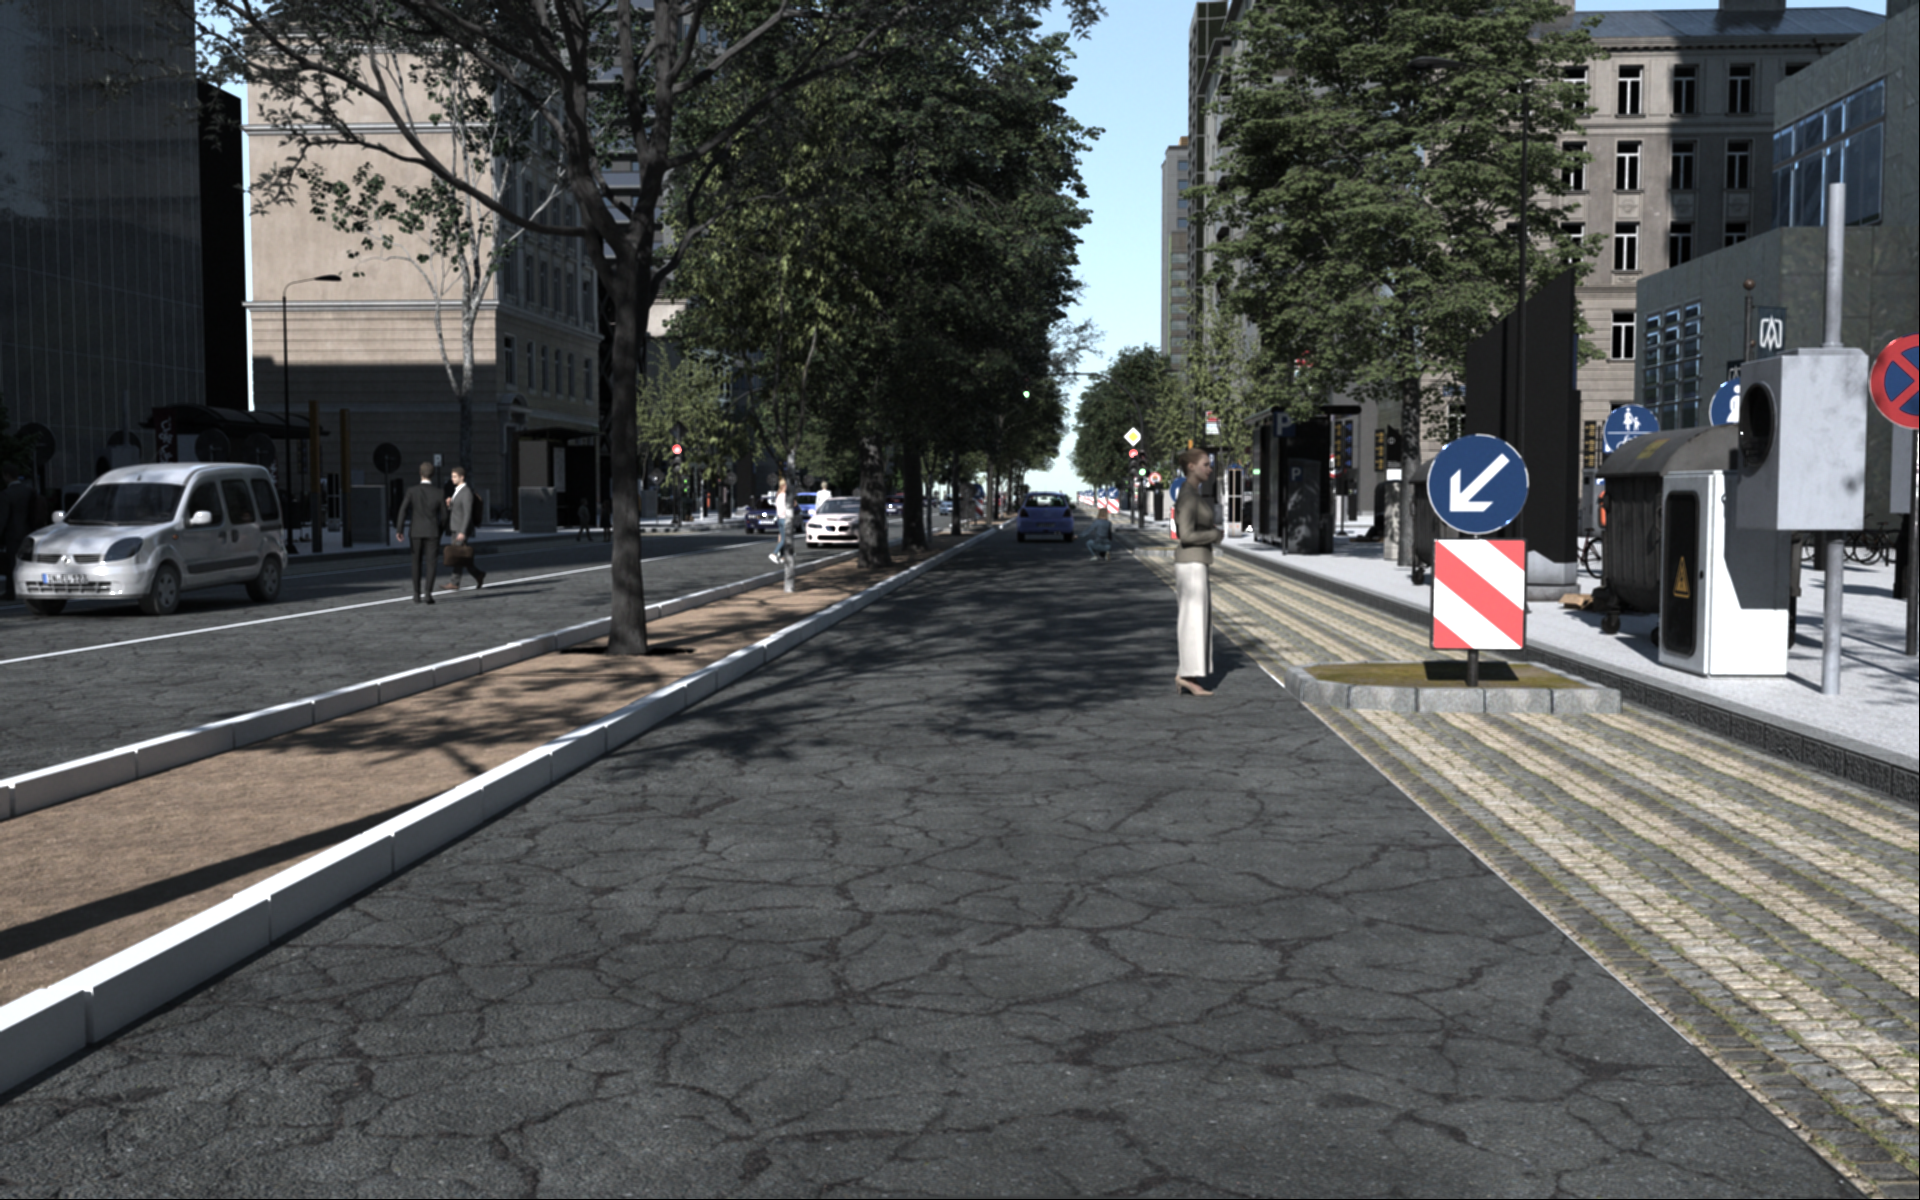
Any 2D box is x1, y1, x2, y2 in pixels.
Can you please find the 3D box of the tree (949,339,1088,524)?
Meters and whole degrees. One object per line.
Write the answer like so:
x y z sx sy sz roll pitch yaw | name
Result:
1.286 -8.731 79.617 8.767 10.594 7.601 0 4 3 | tree

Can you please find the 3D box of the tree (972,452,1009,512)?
-0.923 -5.983 50.643 4.737 8.622 4.395 0 3 0 | tree

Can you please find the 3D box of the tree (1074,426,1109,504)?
19.499 -19.824 242.254 7.486 12.596 7.792 0 3 0 | tree

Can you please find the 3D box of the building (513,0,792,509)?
-28.375 -38.037 163.905 21.231 58.520 28.212 0 4 3 | building

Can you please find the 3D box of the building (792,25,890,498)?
-21.571 -50.809 268.984 20.563 71.187 20.611 0 4 3 | building

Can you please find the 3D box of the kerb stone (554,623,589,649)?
-3.719 0.358 16.346 0.120 0.150 1.000 0 4 3 | kerb stone

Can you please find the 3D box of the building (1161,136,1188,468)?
44.256 -45.795 290.746 21.231 58.520 28.212 0 4 3 | building

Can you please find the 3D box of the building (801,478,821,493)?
-32.025 -30.542 191.238 32.217 40.220 23.993 0 4 3 | building

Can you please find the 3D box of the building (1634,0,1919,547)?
30.596 -44.109 33.860 22.319 86.520 31.000 0 4 3 | building

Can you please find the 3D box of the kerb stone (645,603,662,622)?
-3.551 0.169 19.426 0.120 0.150 1.000 0 4 3 | kerb stone

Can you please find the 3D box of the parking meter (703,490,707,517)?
-14.487 -5.481 98.022 0.372 1.533 0.369 0 3 0 | parking meter

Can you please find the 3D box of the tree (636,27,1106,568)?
-1.657 -7.588 33.173 9.857 13.997 8.962 0 3 0 | tree

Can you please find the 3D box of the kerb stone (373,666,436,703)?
-3.968 0.610 12.261 0.120 0.150 1.000 0 4 3 | kerb stone

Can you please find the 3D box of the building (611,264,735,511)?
-24.530 -16.773 138.860 10.561 19.102 19.286 0 4 3 | building

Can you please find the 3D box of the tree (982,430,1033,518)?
2.504 -9.175 102.838 4.360 8.622 3.978 0 3 0 | tree

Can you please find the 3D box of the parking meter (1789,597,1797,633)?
7.382 -0.445 15.684 0.372 1.533 0.369 0 3 0 | parking meter

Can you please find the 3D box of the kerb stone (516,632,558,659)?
-3.785 0.420 15.326 0.120 0.150 1.000 0 4 3 | kerb stone

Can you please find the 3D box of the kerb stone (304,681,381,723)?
-4.032 0.670 11.241 0.120 0.150 1.000 0 4 3 | kerb stone

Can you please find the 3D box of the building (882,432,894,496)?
-18.561 -38.971 287.293 14.600 45.320 14.200 0 4 3 | building

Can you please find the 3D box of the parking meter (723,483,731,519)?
-12.232 -5.213 90.940 0.399 1.863 0.255 -3 5 -40 | parking meter

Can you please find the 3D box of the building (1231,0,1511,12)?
40.956 -35.429 168.499 28.713 52.752 27.495 0 4 3 | building

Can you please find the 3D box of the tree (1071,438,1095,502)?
21.447 -21.332 274.534 9.928 11.665 9.643 0 3 0 | tree

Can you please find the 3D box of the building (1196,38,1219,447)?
42.188 -37.164 196.867 28.713 52.752 27.495 0 4 3 | building

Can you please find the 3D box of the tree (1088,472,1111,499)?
17.740 -16.609 205.966 7.601 10.594 8.767 2 4 24 | tree

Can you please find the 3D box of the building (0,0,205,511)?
-34.805 -14.212 50.396 19.932 24.808 12.078 0 4 3 | building

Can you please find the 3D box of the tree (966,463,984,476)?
0.807 -22.865 299.594 9.928 11.665 9.643 0 3 0 | tree

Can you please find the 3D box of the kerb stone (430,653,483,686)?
-3.908 0.551 13.284 0.120 0.150 1.000 0 4 3 | kerb stone

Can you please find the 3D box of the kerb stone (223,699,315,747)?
-4.096 0.735 10.218 0.120 0.150 1.000 0 4 3 | kerb stone

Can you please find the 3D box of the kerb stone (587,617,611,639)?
-3.663 0.295 17.377 0.120 0.150 1.000 0 4 3 | kerb stone

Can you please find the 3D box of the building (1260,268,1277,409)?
31.165 -18.905 138.773 12.332 23.373 15.834 0 4 3 | building

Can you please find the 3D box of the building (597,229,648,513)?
-29.761 -15.174 115.540 16.820 18.784 16.811 0 4 3 | building

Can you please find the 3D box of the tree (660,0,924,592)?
-2.499 -4.422 25.117 4.737 8.622 4.395 0 3 0 | tree

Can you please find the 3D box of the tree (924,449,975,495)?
-1.752 -21.420 267.226 9.611 12.733 9.660 0 3 0 | tree

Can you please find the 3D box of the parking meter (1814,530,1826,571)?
14.501 -1.420 28.926 0.399 1.863 0.255 0 4 1 | parking meter

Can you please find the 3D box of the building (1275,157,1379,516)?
29.808 -18.131 115.507 14.314 24.678 30.058 0 4 3 | building

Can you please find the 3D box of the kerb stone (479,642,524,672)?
-3.842 0.489 14.306 0.120 0.150 1.000 0 4 3 | kerb stone

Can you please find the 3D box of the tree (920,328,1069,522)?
1.613 -10.189 87.179 7.486 12.596 7.792 0 3 0 | tree

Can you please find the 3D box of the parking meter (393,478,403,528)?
-21.104 -3.629 65.052 0.255 1.863 0.399 -3 5 -41 | parking meter

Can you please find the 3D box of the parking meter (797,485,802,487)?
-10.651 -6.644 114.342 0.255 1.863 0.399 2 4 30 | parking meter

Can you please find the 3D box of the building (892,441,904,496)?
-16.320 -37.788 301.427 14.154 41.232 14.086 0 4 3 | building

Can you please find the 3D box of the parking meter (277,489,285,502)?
-32.174 -4.507 82.096 0.372 1.533 0.369 0 3 0 | parking meter

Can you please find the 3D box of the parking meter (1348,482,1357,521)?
18.790 -4.719 82.861 0.399 1.863 0.255 -3 5 -40 | parking meter

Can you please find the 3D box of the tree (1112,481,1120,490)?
15.471 -10.406 164.741 1.663 3.219 1.824 0 3 0 | tree

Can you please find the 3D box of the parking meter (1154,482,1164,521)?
9.512 -4.714 82.792 0.255 1.863 0.399 -3 5 -41 | parking meter

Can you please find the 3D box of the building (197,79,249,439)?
-48.489 -16.043 91.976 15.834 23.373 12.332 0 4 3 | building

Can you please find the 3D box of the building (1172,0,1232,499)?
41.758 -49.741 251.524 20.563 71.187 20.611 0 4 3 | building

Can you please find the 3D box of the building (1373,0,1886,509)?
34.410 -17.738 87.283 25.104 27.353 12.463 0 4 3 | building

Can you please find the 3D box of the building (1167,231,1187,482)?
39.392 -35.861 269.925 14.154 41.232 14.086 0 4 3 | building

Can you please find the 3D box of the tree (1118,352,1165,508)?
14.595 -15.179 154.827 9.857 13.997 8.962 0 3 0 | tree

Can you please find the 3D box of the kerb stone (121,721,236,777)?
-4.159 0.795 9.198 0.120 0.150 1.000 0 4 3 | kerb stone

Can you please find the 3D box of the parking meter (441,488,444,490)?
-19.362 -3.476 65.237 0.372 1.533 0.369 0 3 0 | parking meter

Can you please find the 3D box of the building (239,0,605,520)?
-28.793 -18.985 96.307 13.634 28.700 20.117 0 4 3 | building

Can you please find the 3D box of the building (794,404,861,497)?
-20.127 -29.379 252.039 14.160 30.474 14.107 0 4 3 | building

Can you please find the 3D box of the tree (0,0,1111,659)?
-3.001 -6.265 15.264 12.009 13.543 11.850 0 3 0 | tree

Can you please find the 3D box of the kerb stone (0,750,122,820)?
-4.214 0.858 8.170 0.120 0.150 1.000 0 4 3 | kerb stone
